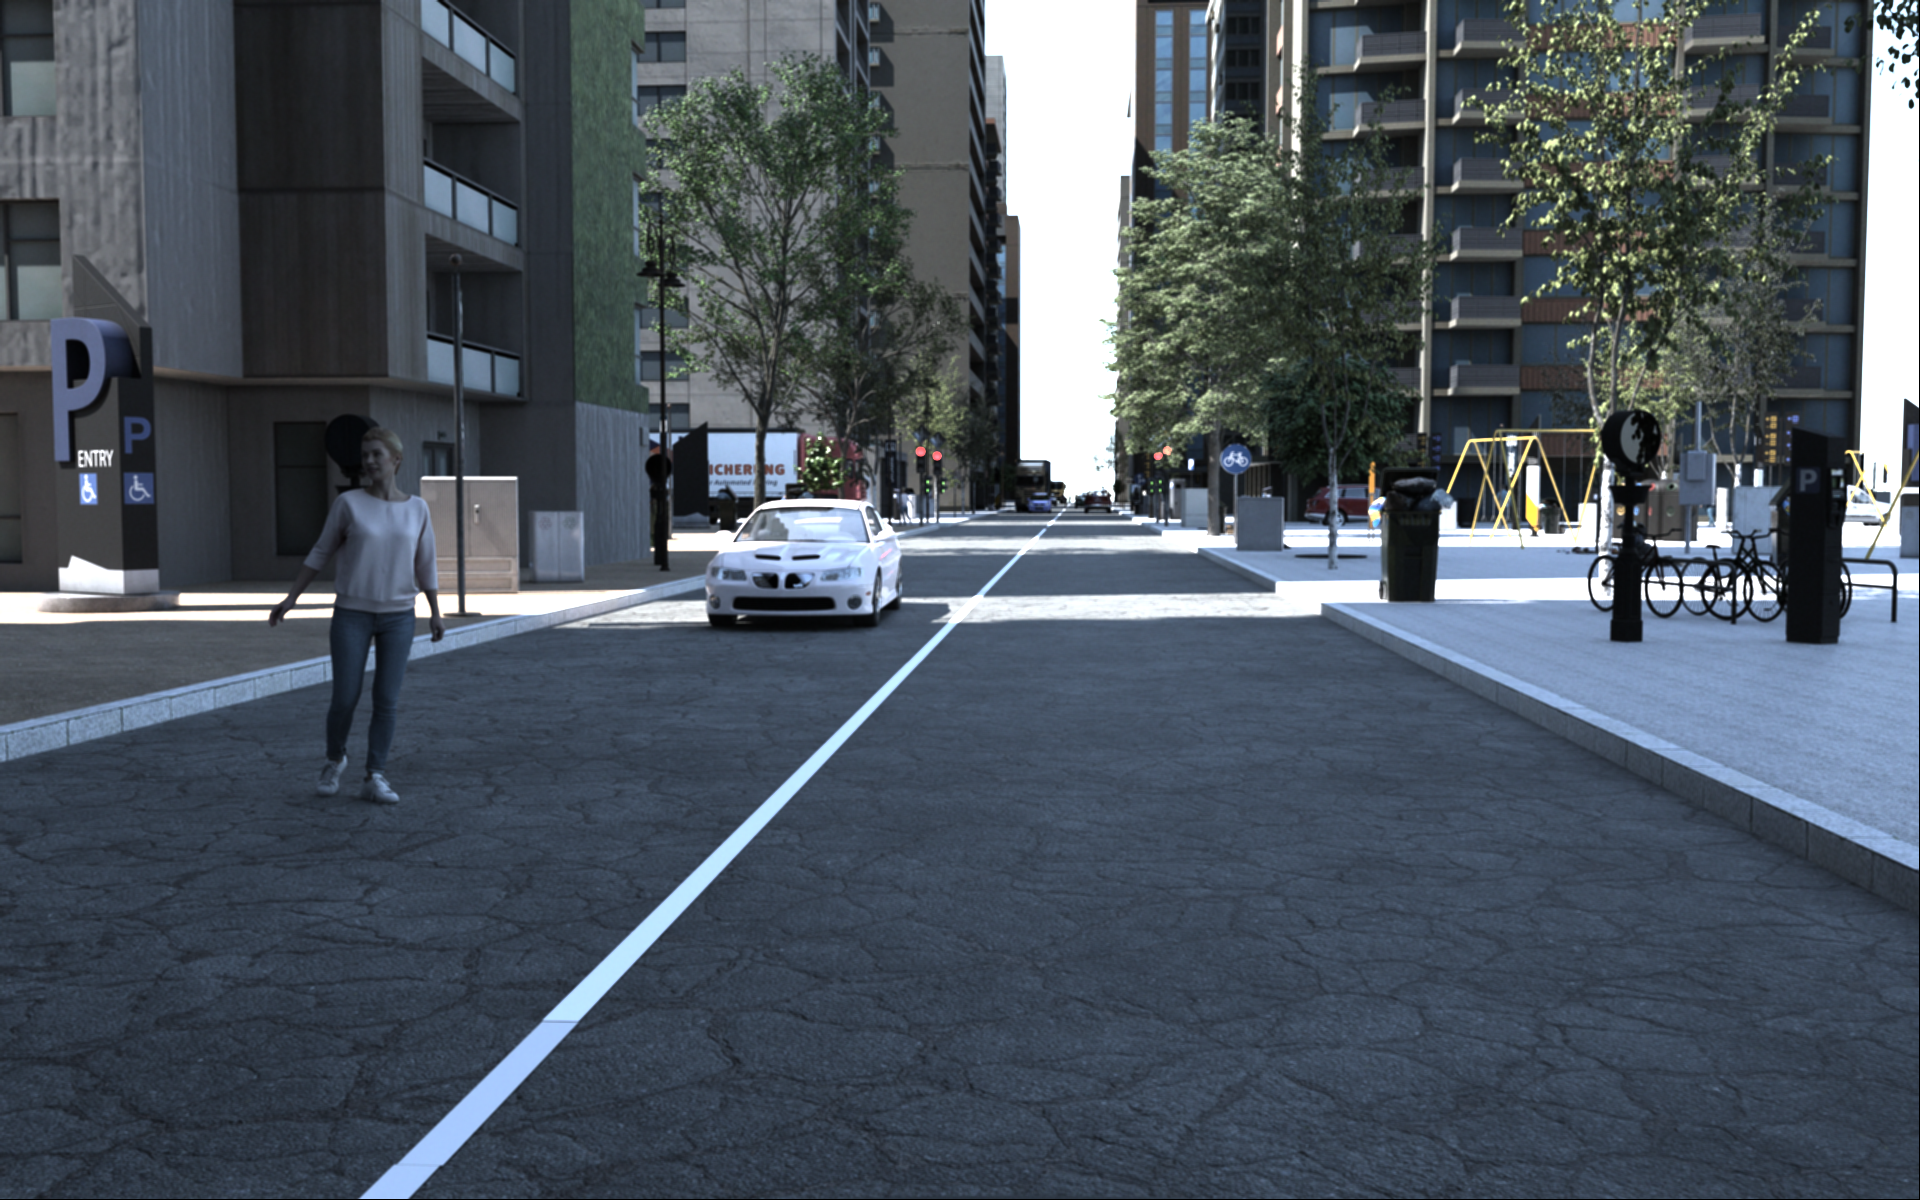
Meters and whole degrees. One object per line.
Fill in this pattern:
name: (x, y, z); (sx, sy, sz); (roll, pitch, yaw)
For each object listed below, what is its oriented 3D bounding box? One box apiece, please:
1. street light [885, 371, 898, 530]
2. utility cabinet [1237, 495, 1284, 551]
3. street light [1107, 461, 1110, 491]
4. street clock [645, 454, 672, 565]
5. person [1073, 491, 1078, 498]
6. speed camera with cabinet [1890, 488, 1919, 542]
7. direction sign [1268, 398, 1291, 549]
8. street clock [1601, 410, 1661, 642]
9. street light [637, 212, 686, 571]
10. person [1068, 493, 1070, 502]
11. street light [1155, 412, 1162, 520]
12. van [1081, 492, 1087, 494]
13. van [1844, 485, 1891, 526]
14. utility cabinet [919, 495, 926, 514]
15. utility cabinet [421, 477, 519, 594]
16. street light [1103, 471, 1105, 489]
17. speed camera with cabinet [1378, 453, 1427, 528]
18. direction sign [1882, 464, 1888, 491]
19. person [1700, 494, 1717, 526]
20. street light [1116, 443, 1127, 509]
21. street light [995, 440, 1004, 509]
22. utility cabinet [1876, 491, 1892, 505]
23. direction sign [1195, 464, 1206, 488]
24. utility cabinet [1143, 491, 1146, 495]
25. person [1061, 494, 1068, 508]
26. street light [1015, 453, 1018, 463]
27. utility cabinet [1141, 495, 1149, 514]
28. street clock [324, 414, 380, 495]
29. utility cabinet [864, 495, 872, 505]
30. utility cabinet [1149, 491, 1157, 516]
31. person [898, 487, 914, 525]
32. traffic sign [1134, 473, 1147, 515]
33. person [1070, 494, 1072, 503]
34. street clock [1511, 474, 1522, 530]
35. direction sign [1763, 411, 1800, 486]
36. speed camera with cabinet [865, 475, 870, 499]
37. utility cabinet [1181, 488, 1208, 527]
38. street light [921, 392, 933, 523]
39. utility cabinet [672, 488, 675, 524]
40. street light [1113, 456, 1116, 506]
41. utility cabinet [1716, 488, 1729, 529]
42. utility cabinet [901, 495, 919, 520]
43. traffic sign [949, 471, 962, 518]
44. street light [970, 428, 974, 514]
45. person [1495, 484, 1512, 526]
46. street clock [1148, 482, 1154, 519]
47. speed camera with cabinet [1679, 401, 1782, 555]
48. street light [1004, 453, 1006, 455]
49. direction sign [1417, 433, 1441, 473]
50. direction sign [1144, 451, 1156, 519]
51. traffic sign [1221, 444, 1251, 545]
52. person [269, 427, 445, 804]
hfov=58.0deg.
street light: (-2.532, -5.470, 62.230); (0.468, 5.910, 1.993); (0, 4, 4)
utility cabinet: (6.787, -1.712, 39.145); (1.020, 1.237, 0.306); (1, 4, 17)
street light: (19.566, -15.557, 227.144); (0.468, 5.910, 1.993); (0, 4, 4)
street clock: (-5.427, -1.631, 31.230); (0.471, 2.002, 0.358); (-1, 4, -12)
person: (15.894, -14.045, 238.151); (0.705, 1.822, 1.348); (-2, 4, -23)
speed camera with cabinet: (26.018, -3.168, 46.132); (2.038, 3.252, 0.660); (1, 4, 22)
direction sign: (7.574, -2.968, 40.529); (0.379, 3.537, 0.876); (-3, 5, -43)
street clock: (5.814, -0.641, 15.054); (0.471, 2.002, 0.358); (-2, 4, -23)
street light: (-4.933, -3.424, 28.764); (0.468, 5.910, 1.993); (0, 4, 4)
person: (18.994, -17.783, 300.046); (0.445, 1.727, 0.742); (0, 4, 3)
street light: (9.713, -6.804, 84.038); (0.468, 5.910, 1.993); (0, 4, 4)
van: (21.087, -17.483, 292.864); (2.013, 2.044, 4.112); (0, 4, 4)
van: (36.469, -3.927, 71.218); (4.112, 2.044, 2.013); (0, 4, 4)
utility cabinet: (-2.733, -6.186, 112.298); (1.020, 1.237, 0.306); (0, 4, -3)
utility cabinet: (-6.260, -0.824, 22.150); (1.173, 1.500, 0.318); (-1, 4, -11)
street light: (20.724, -16.556, 243.475); (0.468, 5.910, 1.993); (0, 4, 4)
speed camera with cabinet: (16.910, -4.362, 65.659); (2.038, 3.252, 0.660); (3, 5, 43)
direction sign: (69.317, -8.429, 129.811); (0.876, 3.537, 0.379); (-3, 5, -40)
person: (31.344, -3.883, 72.335); (0.721, 1.781, 0.623); (3, 4, 36)
street light: (14.893, -11.436, 159.758); (0.468, 5.910, 1.993); (0, 4, 4)
street light: (3.196, -10.511, 144.647); (0.468, 5.910, 1.993); (0, 4, 4)
utility cabinet: (65.958, -7.047, 123.895); (1.173, 1.500, 0.318); (3, 5, 42)
direction sign: (18.325, -8.553, 131.830); (0.876, 3.537, 0.379); (2, 4, 29)
utility cabinet: (12.651, -6.853, 120.722); (0.318, 1.500, 1.173); (-3, 5, -39)
person: (10.481, -9.896, 173.530); (0.697, 1.427, 0.421); (-1, 4, -21)
street light: (6.202, -13.170, 188.117); (0.468, 5.910, 1.993); (0, 4, 4)
utility cabinet: (11.547, -5.982, 108.973); (1.020, 1.237, 0.306); (-2, 4, -28)
street clock: (-5.522, -0.689, 15.837); (0.471, 2.002, 0.358); (1, 4, 9)
utility cabinet: (-4.937, -4.663, 87.395); (1.020, 1.237, 0.306); (-3, 4, -37)
utility cabinet: (11.367, -5.685, 101.635); (0.318, 1.500, 1.173); (0, 4, -8)
person: (-2.262, -4.014, 74.809); (0.598, 1.740, 0.731); (3, 5, 41)
traffic sign: (10.830, -6.358, 104.058); (0.768, 2.556, 0.104); (0, 4, 4)
person: (17.237, -15.740, 269.070); (0.599, 1.433, 0.991); (-1, 4, -10)
street clock: (19.607, -3.457, 61.095); (0.358, 2.002, 0.471); (0, 4, -2)
direction sign: (22.584, -3.406, 47.685); (0.876, 3.537, 0.379); (2, 4, 28)
speed camera with cabinet: (-5.292, -5.367, 82.090); (2.038, 3.252, 0.660); (-2, 4, -25)
utility cabinet: (9.061, -3.550, 66.719); (1.173, 1.500, 0.318); (-2, 4, -30)
street light: (-1.458, -6.421, 77.774); (0.468, 5.910, 1.993); (0, 4, 4)
utility cabinet: (-10.925, -3.633, 68.075); (0.318, 1.500, 1.173); (1, 4, 18)
street light: (17.244, -13.476, 193.114); (0.468, 5.910, 1.993); (0, 4, 4)
utility cabinet: (27.435, -3.279, 62.293); (0.318, 1.500, 1.173); (2, 4, 28)
utility cabinet: (-2.619, -4.613, 86.584); (0.306, 1.237, 1.020); (-3, 4, -37)
traffic sign: (-0.278, -5.783, 94.661); (0.768, 2.556, 0.104); (0, 4, 5)
street light: (0.843, -8.471, 111.290); (0.468, 5.910, 1.993); (0, 4, 4)
person: (22.868, -3.953, 72.999); (0.638, 1.841, 0.748); (3, 5, 39)
street clock: (9.925, -5.218, 89.890); (0.358, 2.002, 0.471); (2, 4, 26)
speed camera with cabinet: (16.440, -2.601, 36.858); (2.038, 3.252, 0.660); (2, 4, 29)
street light: (3.820, -11.093, 154.150); (0.468, 5.910, 1.993); (0, 4, 4)
direction sign: (17.328, -4.408, 64.060); (0.876, 3.537, 0.379); (0, 4, 3)
direction sign: (10.034, -6.030, 90.579); (0.876, 3.537, 0.379); (-1, 4, -10)
traffic sign: (6.984, -2.679, 43.907); (0.768, 2.556, 0.104); (0, 4, 8)
person: (-2.856, 0.065, 8.109); (0.731, 1.740, 0.598); (-3, 4, -38)
